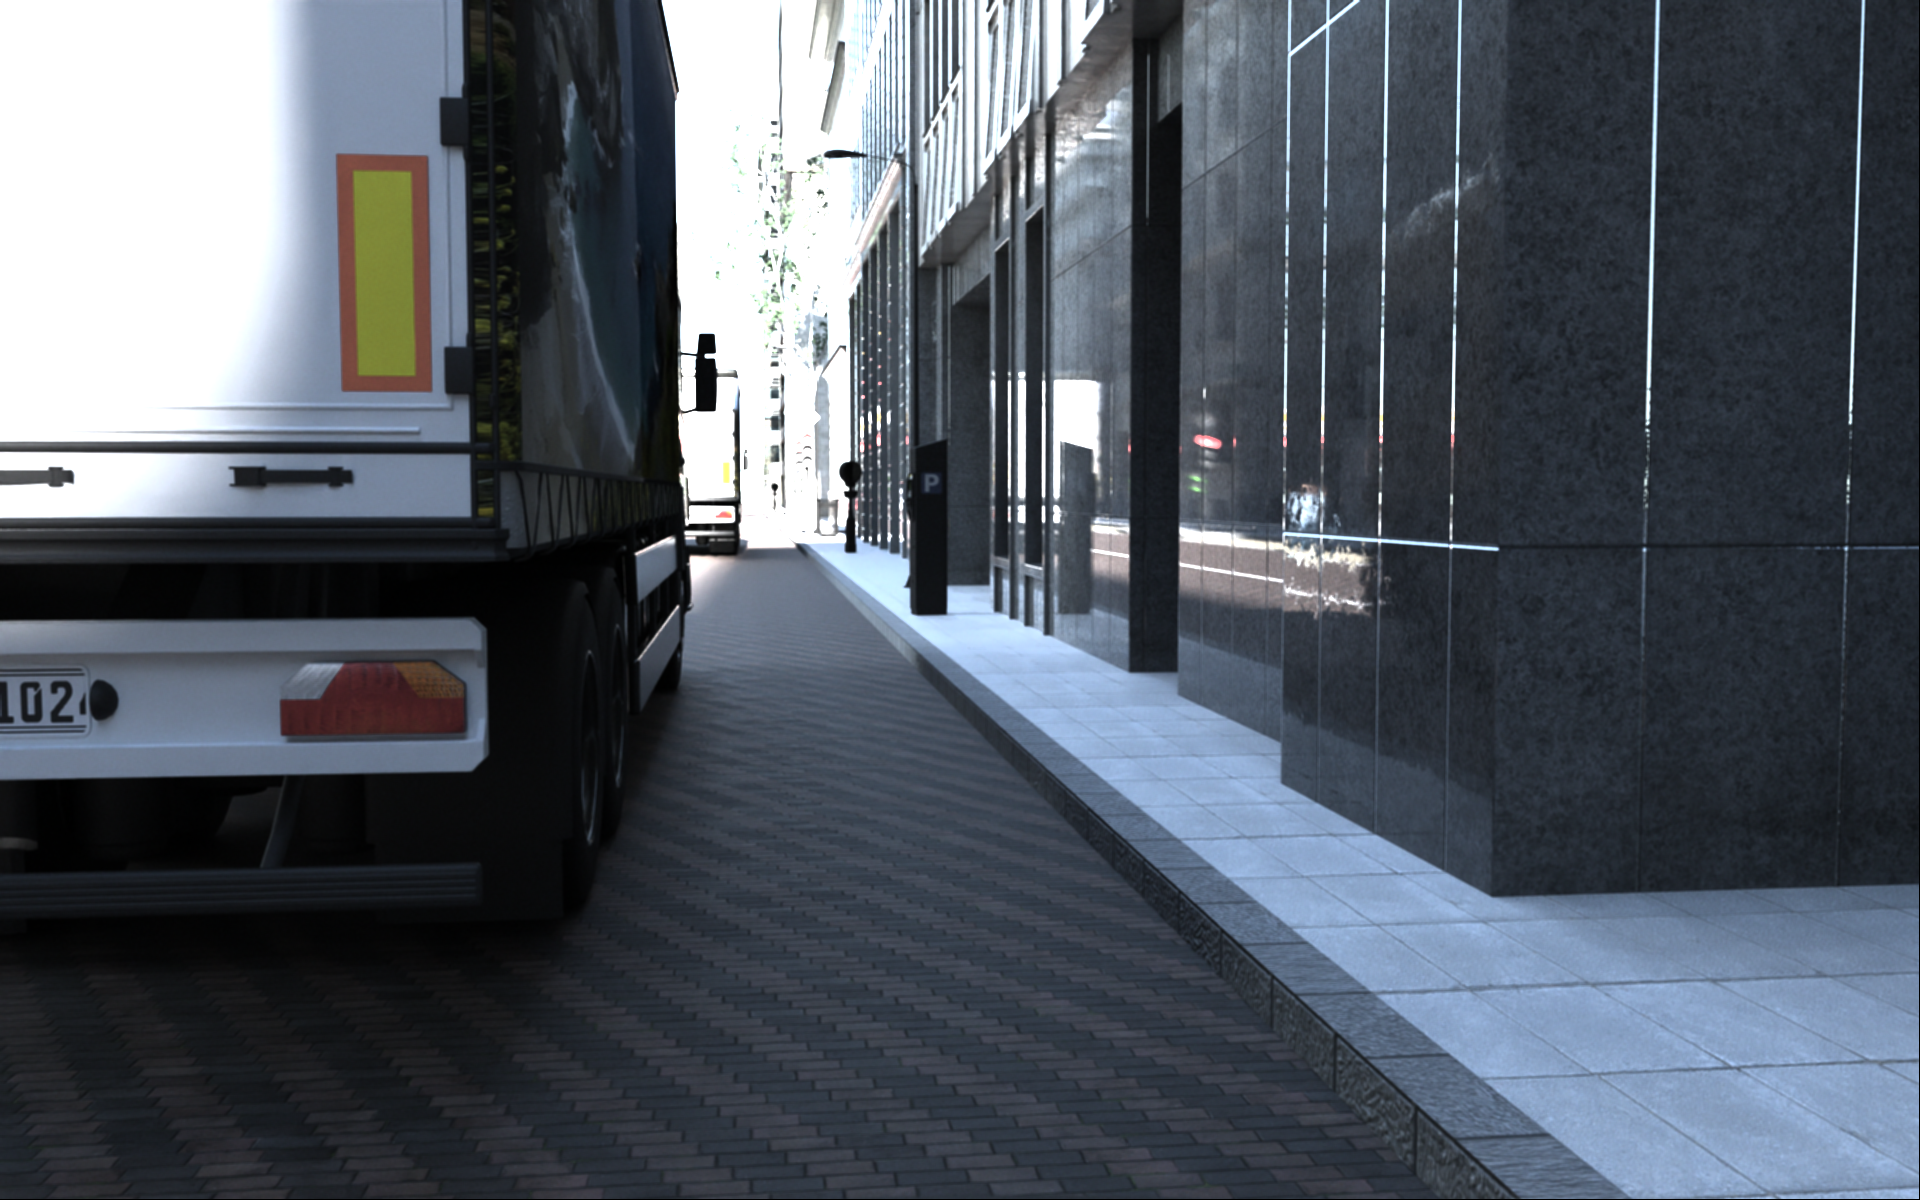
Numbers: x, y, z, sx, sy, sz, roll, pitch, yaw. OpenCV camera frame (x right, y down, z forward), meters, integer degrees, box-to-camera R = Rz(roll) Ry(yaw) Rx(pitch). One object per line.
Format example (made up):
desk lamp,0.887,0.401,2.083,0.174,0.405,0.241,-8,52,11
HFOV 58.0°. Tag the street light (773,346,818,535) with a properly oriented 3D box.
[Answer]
street light,-5.053,-5.014,54.527,1.470,5.913,1.316,0,4,-7

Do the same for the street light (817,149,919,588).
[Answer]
street light,-1.141,-3.119,23.530,1.470,5.913,1.316,0,4,-7

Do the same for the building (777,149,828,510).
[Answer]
building,-6.745,-20.076,125.508,12.463,27.353,25.104,0,4,-7

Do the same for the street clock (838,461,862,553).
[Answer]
street clock,-2.401,-2.042,37.958,0.471,2.002,0.358,-2,4,-32

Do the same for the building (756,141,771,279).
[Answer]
building,-15.204,-40.695,254.594,28.713,52.752,27.495,0,4,-7

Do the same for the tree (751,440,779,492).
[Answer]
tree,-24.729,-16.687,223.186,4.360,8.622,3.978,0,3,0

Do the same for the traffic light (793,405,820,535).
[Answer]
traffic light,-4.836,-4.017,54.601,0.839,4.253,0.868,0,4,-7

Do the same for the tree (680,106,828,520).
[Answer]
tree,-8.842,-14.104,86.483,12.611,20.169,13.585,0,3,0

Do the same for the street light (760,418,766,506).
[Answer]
street light,-11.254,-8.137,105.574,1.470,5.913,1.316,0,4,-7

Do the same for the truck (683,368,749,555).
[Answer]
truck,-6.801,-3.369,43.991,2.839,4.237,11.283,0,4,-7

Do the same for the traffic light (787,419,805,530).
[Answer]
traffic light,-5.826,-4.502,62.525,0.839,4.253,0.868,0,4,-7

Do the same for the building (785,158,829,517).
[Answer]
building,-5.081,-15.272,104.447,10.420,20.320,16.860,0,4,-7

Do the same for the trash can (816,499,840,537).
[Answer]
trash can,-3.925,-2.444,51.609,0.748,1.137,0.748,0,3,0

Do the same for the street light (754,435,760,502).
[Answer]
street light,-15.219,-10.018,136.341,1.470,5.913,1.316,0,4,-7

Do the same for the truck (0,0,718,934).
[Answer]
truck,-2.823,-1.239,9.163,2.839,4.237,11.283,0,4,-7

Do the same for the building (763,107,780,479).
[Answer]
building,-10.640,-35.401,198.417,23.786,49.044,30.456,0,4,-7

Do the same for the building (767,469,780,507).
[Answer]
building,-8.802,-44.846,171.484,20.563,71.187,20.611,0,4,-7

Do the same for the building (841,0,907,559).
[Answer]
building,3.606,-16.066,40.168,11.434,29.767,29.804,0,4,-7

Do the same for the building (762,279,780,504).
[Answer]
building,-19.478,-28.211,232.954,14.160,30.474,14.107,0,4,-7

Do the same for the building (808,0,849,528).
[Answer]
building,9.132,-14.571,71.519,30.059,22.955,16.112,0,4,-7

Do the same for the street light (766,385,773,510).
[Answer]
street light,-7.405,-6.194,73.817,1.470,5.913,1.316,0,4,-7

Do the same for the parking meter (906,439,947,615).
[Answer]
parking meter,-0.350,-0.776,18.394,0.399,1.863,0.255,-1,4,-16

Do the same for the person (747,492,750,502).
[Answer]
person,-32.176,-15.547,263.605,0.541,1.710,0.530,-1,4,-23

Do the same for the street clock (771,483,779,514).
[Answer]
street clock,-12.111,-6.660,113.461,0.471,2.002,0.358,0,4,3

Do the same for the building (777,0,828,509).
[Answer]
building,-4.943,-32.277,151.427,21.300,48.544,21.600,0,4,-7

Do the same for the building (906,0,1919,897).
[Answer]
building,6.423,-12.068,15.335,12.078,24.808,19.932,0,4,-7

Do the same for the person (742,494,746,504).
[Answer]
person,-32.176,-15.056,257.853,0.628,1.438,0.799,-1,4,-9

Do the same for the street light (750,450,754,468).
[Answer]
street light,-20.868,-12.732,180.711,1.470,5.913,1.316,0,4,-7
